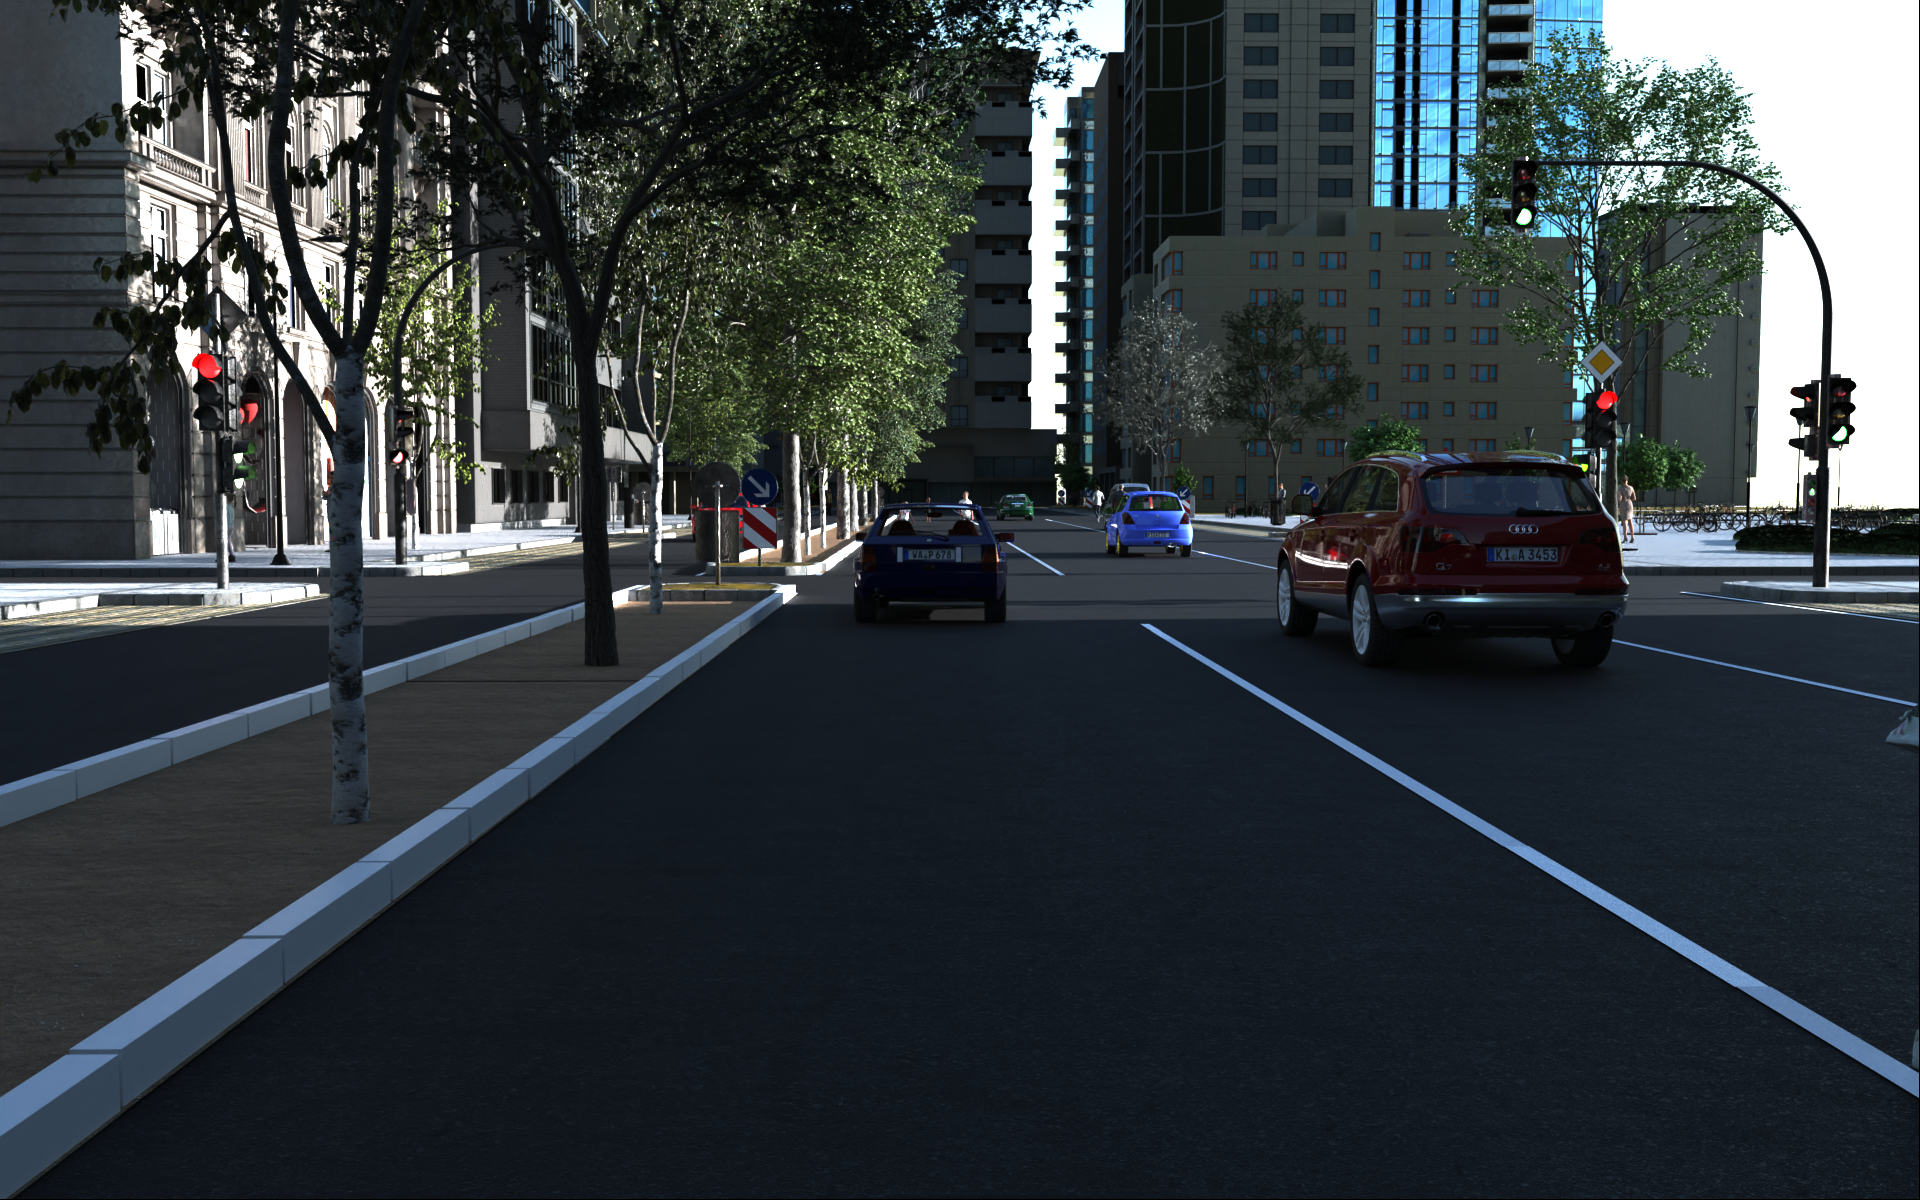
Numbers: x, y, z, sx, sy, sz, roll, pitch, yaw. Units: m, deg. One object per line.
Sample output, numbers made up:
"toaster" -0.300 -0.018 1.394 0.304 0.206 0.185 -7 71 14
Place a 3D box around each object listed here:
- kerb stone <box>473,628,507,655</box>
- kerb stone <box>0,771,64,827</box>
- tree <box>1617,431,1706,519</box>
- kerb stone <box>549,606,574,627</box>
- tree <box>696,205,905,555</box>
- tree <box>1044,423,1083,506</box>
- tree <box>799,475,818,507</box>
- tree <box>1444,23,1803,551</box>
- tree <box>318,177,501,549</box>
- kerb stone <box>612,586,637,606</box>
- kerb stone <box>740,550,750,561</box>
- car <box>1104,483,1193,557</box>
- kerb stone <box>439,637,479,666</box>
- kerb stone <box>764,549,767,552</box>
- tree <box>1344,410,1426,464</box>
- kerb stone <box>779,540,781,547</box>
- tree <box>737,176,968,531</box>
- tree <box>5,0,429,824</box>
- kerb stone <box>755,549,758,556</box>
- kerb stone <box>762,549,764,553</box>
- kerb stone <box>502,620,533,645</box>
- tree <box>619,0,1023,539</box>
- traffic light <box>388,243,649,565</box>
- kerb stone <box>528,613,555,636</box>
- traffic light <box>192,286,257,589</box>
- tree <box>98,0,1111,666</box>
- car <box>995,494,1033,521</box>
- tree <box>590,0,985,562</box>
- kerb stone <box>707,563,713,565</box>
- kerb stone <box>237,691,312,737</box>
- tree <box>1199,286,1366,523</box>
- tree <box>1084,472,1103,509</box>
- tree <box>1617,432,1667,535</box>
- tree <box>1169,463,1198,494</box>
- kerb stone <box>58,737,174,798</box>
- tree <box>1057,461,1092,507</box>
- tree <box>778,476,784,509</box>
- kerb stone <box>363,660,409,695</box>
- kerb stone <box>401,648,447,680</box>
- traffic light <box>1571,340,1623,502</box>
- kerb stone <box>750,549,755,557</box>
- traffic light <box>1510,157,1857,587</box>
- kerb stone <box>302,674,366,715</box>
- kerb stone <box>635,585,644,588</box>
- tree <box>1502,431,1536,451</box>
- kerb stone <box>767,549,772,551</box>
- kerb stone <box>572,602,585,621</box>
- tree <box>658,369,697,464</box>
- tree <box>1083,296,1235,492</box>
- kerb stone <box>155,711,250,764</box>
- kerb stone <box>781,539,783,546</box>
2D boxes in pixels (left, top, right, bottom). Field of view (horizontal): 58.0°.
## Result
"kerb stone" -4.324 0.394 15.761 0.120 0.150 1.000 0 4 -1
"kerb stone" -4.161 0.898 7.551 0.120 0.150 1.000 0 4 -1
"tree" 35.512 -6.533 90.535 4.285 4.588 4.351 0 3 0
"kerb stone" -4.387 0.206 18.832 0.120 0.150 1.000 0 4 -1
"tree" -3.525 -5.334 40.034 4.737 8.622 4.395 0 3 0
"tree" 10.967 -13.998 179.231 4.737 8.622 4.395 0 3 0
"tree" -15.903 -11.554 183.516 1.663 3.219 1.824 0 3 0
"tree" 14.678 -6.939 39.201 9.928 11.665 9.643 0 3 0
"tree" -12.671 -5.486 40.064 4.737 8.622 4.395 0 3 0
"kerb stone" -4.458 -0.045 22.935 0.120 0.150 1.000 0 4 -1
"kerb stone" -4.746 -0.953 37.800 0.120 0.150 1.000 0 4 -1
"car" 4.393 -1.902 40.681 1.945 1.707 3.694 0 4 -1
"kerb stone" -4.303 0.456 14.739 0.120 0.150 1.000 0 4 -1
"kerb stone" -4.826 -1.202 41.896 0.120 0.150 1.000 0 4 -1
"tree" 16.790 -5.173 68.297 4.285 4.588 4.351 0 3 0
"kerb stone" -4.911 -1.456 45.996 0.120 0.150 1.000 0 4 -1
"tree" -4.237 -9.617 66.345 9.857 13.997 8.962 0 3 0
"tree" -2.671 -3.345 7.512 4.360 8.622 3.978 0 3 0
"kerb stone" -4.789 -1.080 39.852 0.120 0.150 1.000 0 4 -1
"kerb stone" -4.804 -1.141 40.874 0.120 0.150 1.000 0 4 -1
"kerb stone" -4.343 0.331 16.783 0.120 0.150 1.000 0 4 -1
"tree" -4.912 -12.017 54.829 12.611 20.169 13.585 0 3 0
"traffic light" -8.056 -3.474 31.470 4.771 5.953 1.251 0 4 -1
"kerb stone" -4.355 0.269 17.805 0.120 0.150 1.000 0 4 -1
"traffic light" -9.993 -2.110 23.411 0.839 4.253 0.868 0 4 -1
"tree" -2.970 -4.745 14.456 8.767 10.594 7.601 0 4 -1
"car" 2.998 -5.084 94.922 2.131 1.459 4.920 0 4 -2
"tree" -3.391 -6.919 33.716 7.486 12.596 7.792 0 3 0
"kerb stone" -4.646 -0.641 32.674 0.120 0.150 1.000 0 4 -1
"kerb stone" -4.229 0.708 10.627 0.120 0.150 1.000 0 4 -1
"tree" 14.250 -8.710 76.829 8.767 10.594 7.601 2 4 35
"tree" 11.716 -9.537 150.539 1.663 3.219 1.824 0 3 0
"tree" 21.351 -3.672 54.636 1.663 3.219 1.824 0 3 0
"tree" 12.578 -6.401 99.261 1.663 3.219 1.824 0 3 0
"kerb stone" -4.186 0.835 8.575 0.120 0.150 1.000 0 4 -1
"tree" 11.316 -11.617 173.647 4.285 4.588 4.351 0 3 0
"tree" -15.571 -9.769 154.326 1.663 3.219 1.824 0 3 0
"kerb stone" -4.268 0.582 12.687 0.120 0.150 1.000 0 4 -1
"kerb stone" -4.279 0.519 13.709 0.120 0.150 1.000 0 4 -1
"traffic light" 11.711 -2.624 31.828 0.839 4.253 0.868 0 4 -1
"kerb stone" -4.762 -1.017 38.825 0.120 0.150 1.000 0 4 -1
"traffic light" 9.774 -2.997 23.663 4.771 5.953 1.251 0 4 -1
"kerb stone" -4.243 0.645 11.658 0.120 0.150 1.000 0 4 -1
"kerb stone" -4.482 -0.105 23.960 0.120 0.150 1.000 0 4 -1
"tree" 16.952 -3.576 53.075 1.663 3.219 1.824 0 3 0
"kerb stone" -4.867 -1.331 43.950 0.120 0.150 1.000 0 4 -1
"kerb stone" -4.392 0.143 19.863 0.120 0.150 1.000 0 4 -1
"tree" -13.618 -8.596 90.911 4.737 8.622 4.395 0 3 0
"tree" 12.488 -12.018 106.869 12.009 13.543 11.850 0 3 0
"kerb stone" -4.208 0.770 9.605 0.120 0.150 1.000 0 4 -1
"kerb stone" -4.938 -1.581 48.049 0.120 0.150 1.000 0 4 -1
